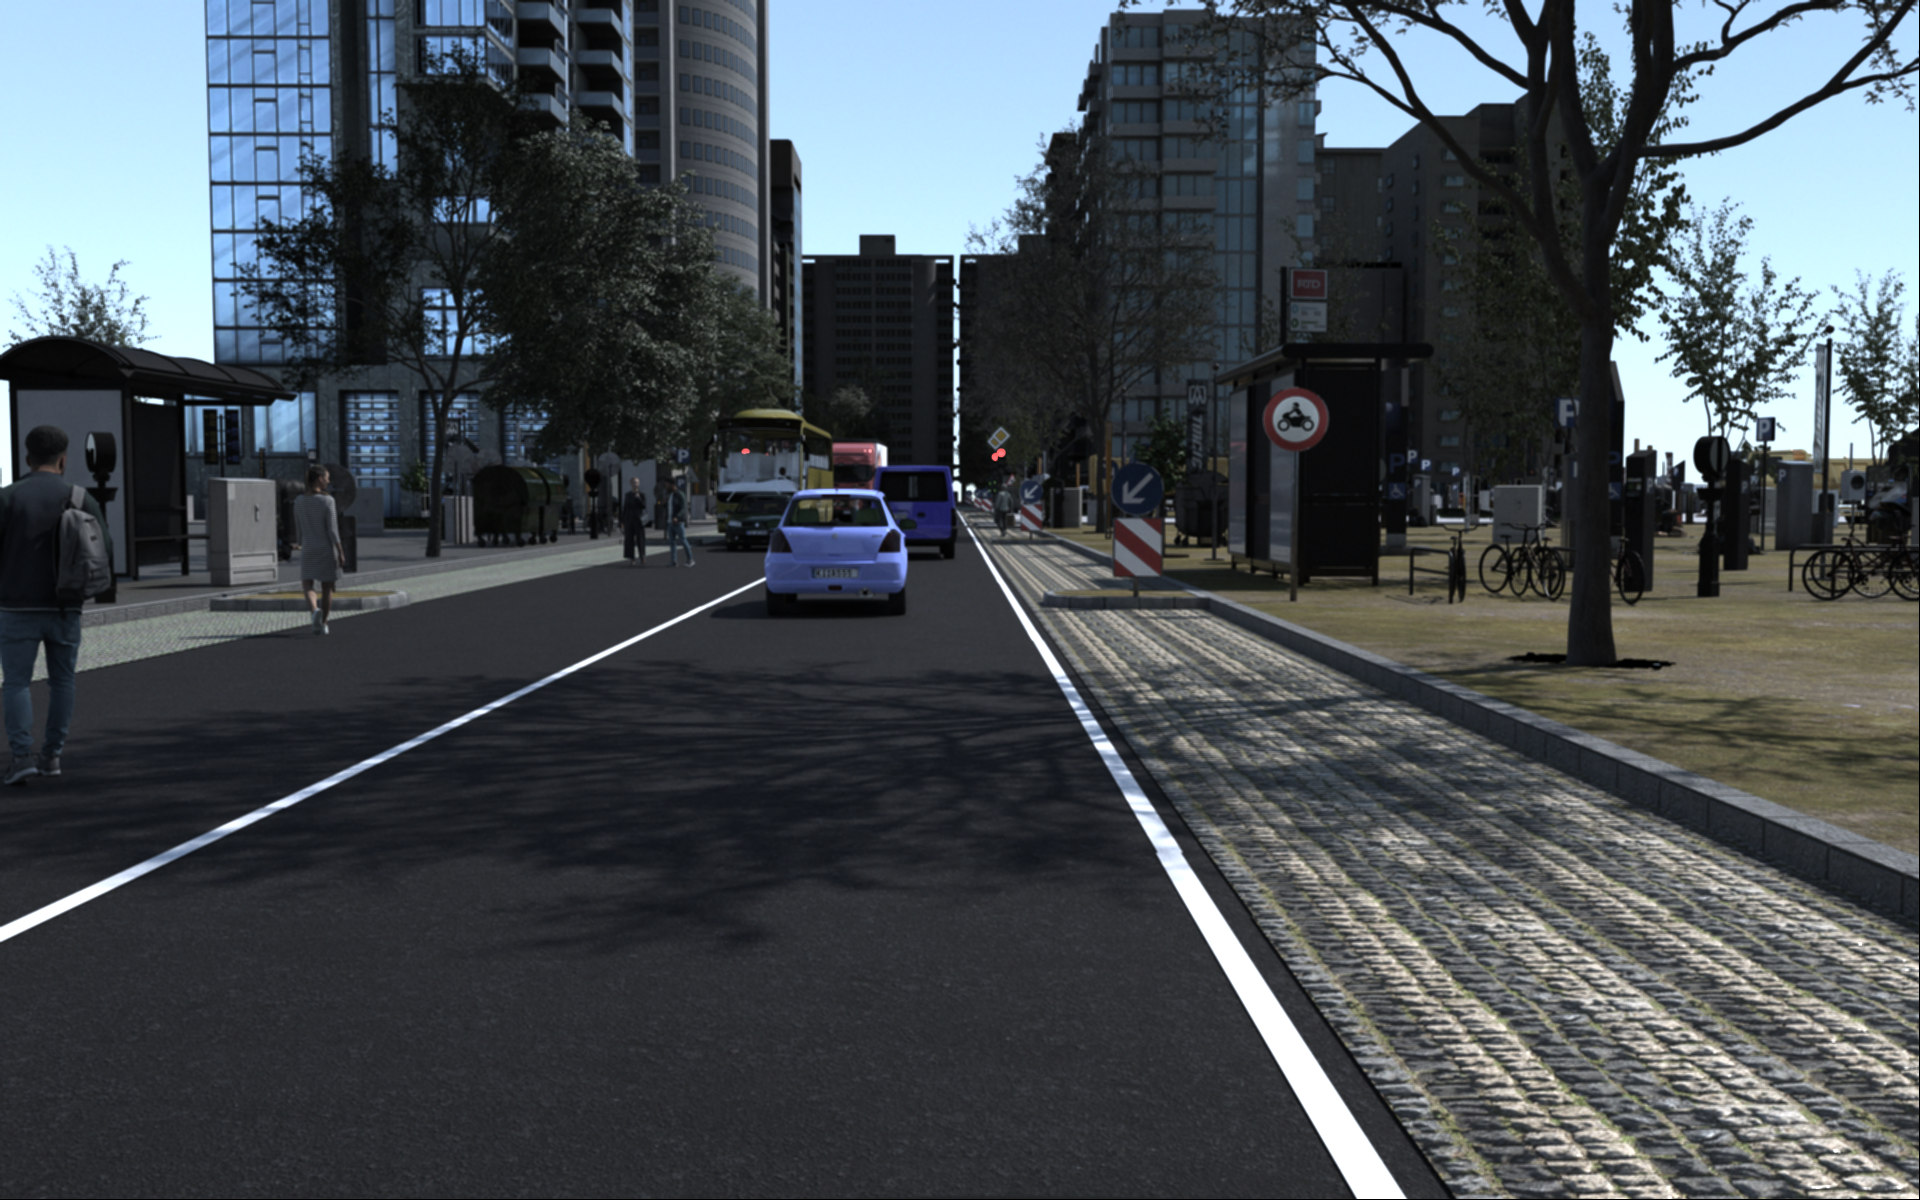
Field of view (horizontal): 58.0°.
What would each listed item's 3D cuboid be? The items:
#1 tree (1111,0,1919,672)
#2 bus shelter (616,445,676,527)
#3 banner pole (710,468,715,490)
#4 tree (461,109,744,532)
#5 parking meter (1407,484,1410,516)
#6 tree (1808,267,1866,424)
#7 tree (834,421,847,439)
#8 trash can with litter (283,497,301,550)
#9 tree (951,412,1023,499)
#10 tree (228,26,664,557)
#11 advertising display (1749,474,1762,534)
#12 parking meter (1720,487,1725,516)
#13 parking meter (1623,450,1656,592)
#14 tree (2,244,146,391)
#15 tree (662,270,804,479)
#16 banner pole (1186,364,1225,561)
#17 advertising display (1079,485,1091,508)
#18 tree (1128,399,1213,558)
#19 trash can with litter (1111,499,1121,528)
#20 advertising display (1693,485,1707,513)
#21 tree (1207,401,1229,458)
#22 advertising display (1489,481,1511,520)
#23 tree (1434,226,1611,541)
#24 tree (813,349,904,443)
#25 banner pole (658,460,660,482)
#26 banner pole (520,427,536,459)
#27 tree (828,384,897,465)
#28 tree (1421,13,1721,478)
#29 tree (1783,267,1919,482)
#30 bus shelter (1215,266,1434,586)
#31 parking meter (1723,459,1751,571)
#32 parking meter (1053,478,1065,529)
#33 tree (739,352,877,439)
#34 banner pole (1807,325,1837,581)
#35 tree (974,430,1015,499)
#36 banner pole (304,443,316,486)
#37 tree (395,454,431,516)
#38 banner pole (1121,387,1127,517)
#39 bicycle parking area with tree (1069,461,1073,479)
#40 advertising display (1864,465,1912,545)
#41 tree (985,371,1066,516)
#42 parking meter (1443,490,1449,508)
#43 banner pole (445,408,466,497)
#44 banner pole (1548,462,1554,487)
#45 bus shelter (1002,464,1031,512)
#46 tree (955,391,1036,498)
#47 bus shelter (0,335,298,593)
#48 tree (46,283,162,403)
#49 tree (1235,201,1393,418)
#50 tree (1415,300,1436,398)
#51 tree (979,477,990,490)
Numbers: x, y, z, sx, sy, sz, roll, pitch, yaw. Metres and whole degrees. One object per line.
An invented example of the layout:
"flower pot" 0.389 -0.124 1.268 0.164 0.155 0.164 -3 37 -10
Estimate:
"tree" 4.653 -6.251 12.568 12.009 13.543 11.850 0 3 0
"bus shelter" -12.422 -4.601 69.153 2.014 3.302 5.546 0 4 0
"banner pole" -19.238 -8.905 135.610 0.863 3.779 0.401 1 4 18
"tree" -11.935 -9.252 57.928 9.857 13.997 8.962 0 3 0
"parking meter" 28.523 -6.416 110.609 0.399 1.863 0.255 -1 4 -15
"tree" 18.893 -5.651 42.752 4.737 8.622 4.395 0 3 0
"tree" -13.003 -13.611 172.906 4.737 8.622 4.395 0 3 0
"trash can with litter" -15.776 -1.767 39.946 1.678 1.210 2.233 2 4 34
"tree" 3.263 -18.735 223.328 9.611 12.733 9.660 0 3 0
"tree" -10.481 -6.140 34.799 7.601 10.594 8.767 2 4 35
"advertising display" 25.263 -3.092 55.773 0.974 1.923 0.123 1 4 10
"parking meter" 28.281 -3.400 63.998 0.372 1.533 0.369 0 3 0
"parking meter" 8.924 -1.042 22.755 0.399 1.863 0.255 -3 5 -43
"tree" -25.738 -6.148 50.885 4.360 8.622 3.978 0 3 0
"tree" -11.724 -10.406 88.266 7.486 12.596 7.792 0 3 0
"banner pole" 4.698 -2.647 33.296 0.863 3.779 0.401 -1 4 -20
"advertising display" 8.910 -7.247 123.706 0.974 1.923 0.123 2 4 30
"tree" 4.288 -2.481 35.166 1.663 3.219 1.824 0 3 0
"trash can with litter" 6.077 -3.358 66.286 0.624 1.170 1.055 -2 4 -31
"advertising display" 50.306 -6.888 117.827 0.974 1.923 0.123 0 4 -2
"tree" 20.387 -11.203 133.538 4.360 8.622 3.978 0 3 0
"advertising display" 26.171 -4.816 83.959 0.974 1.923 0.123 3 4 36
"tree" 16.025 -5.962 47.836 4.360 8.622 3.978 0 3 0
"tree" -13.492 -22.807 228.789 12.611 20.169 13.585 0 3 0
"banner pole" -14.621 -5.638 82.199 0.863 3.779 0.401 -1 4 -21
"banner pole" -16.193 -4.566 64.669 0.863 3.779 0.401 1 4 11
"tree" -11.751 -17.941 199.998 9.857 13.997 8.962 0 3 0
"tree" 9.449 -4.645 26.306 4.737 8.622 4.395 0 3 0
"tree" 29.915 -6.458 55.953 4.737 8.622 4.395 0 3 0
"bus shelter" 5.491 -3.100 28.319 2.179 5.291 8.768 0 4 0
"parking meter" 13.094 -1.435 29.178 0.399 1.863 0.255 -3 4 -36
"parking meter" 3.701 -3.598 64.544 0.399 1.863 0.255 1 4 19
"tree" -11.336 -10.852 111.849 8.767 10.594 7.601 -3 5 -42
"banner pole" 12.708 -2.173 25.549 0.401 3.779 0.863 3 5 42
"tree" 3.571 -15.256 199.802 4.360 8.622 3.978 0 3 0
"banner pole" -31.788 -5.789 84.670 0.401 3.779 0.863 2 4 34
"tree" -25.720 -5.367 82.357 1.663 3.219 1.824 0 3 0
"banner pole" 3.839 -3.088 40.503 0.401 3.779 0.863 0 4 -1
"bicycle parking area with tree" 12.165 -9.987 150.286 8.231 4.147 9.016 1 4 19
"advertising display" 20.597 -2.033 38.460 0.123 1.923 0.974 -2 4 -33
"tree" 3.762 -9.144 99.863 4.737 8.622 4.395 0 3 0
"parking meter" 32.842 -6.643 117.016 0.372 1.533 0.369 0 3 0
"banner pole" -14.567 -3.683 50.229 0.863 3.779 0.401 -3 5 -43
"banner pole" 46.461 -8.949 136.336 0.401 3.779 0.863 -1 4 -15
"bus shelter" 3.724 -7.622 118.535 2.014 3.302 5.546 0 4 0
"tree" 3.023 -13.043 147.668 7.601 10.594 8.767 0 3 0
"bus shelter" -11.530 -1.894 24.886 2.014 3.302 5.546 0 4 0
"tree" -29.467 -6.711 60.088 4.737 8.622 4.395 0 3 0
"tree" 9.093 -5.753 44.426 4.360 8.622 3.978 0 3 0
"tree" 16.719 -6.463 56.026 4.360 8.622 3.978 0 3 0
"tree" 2.818 -12.018 191.099 1.663 3.219 1.824 0 3 0
